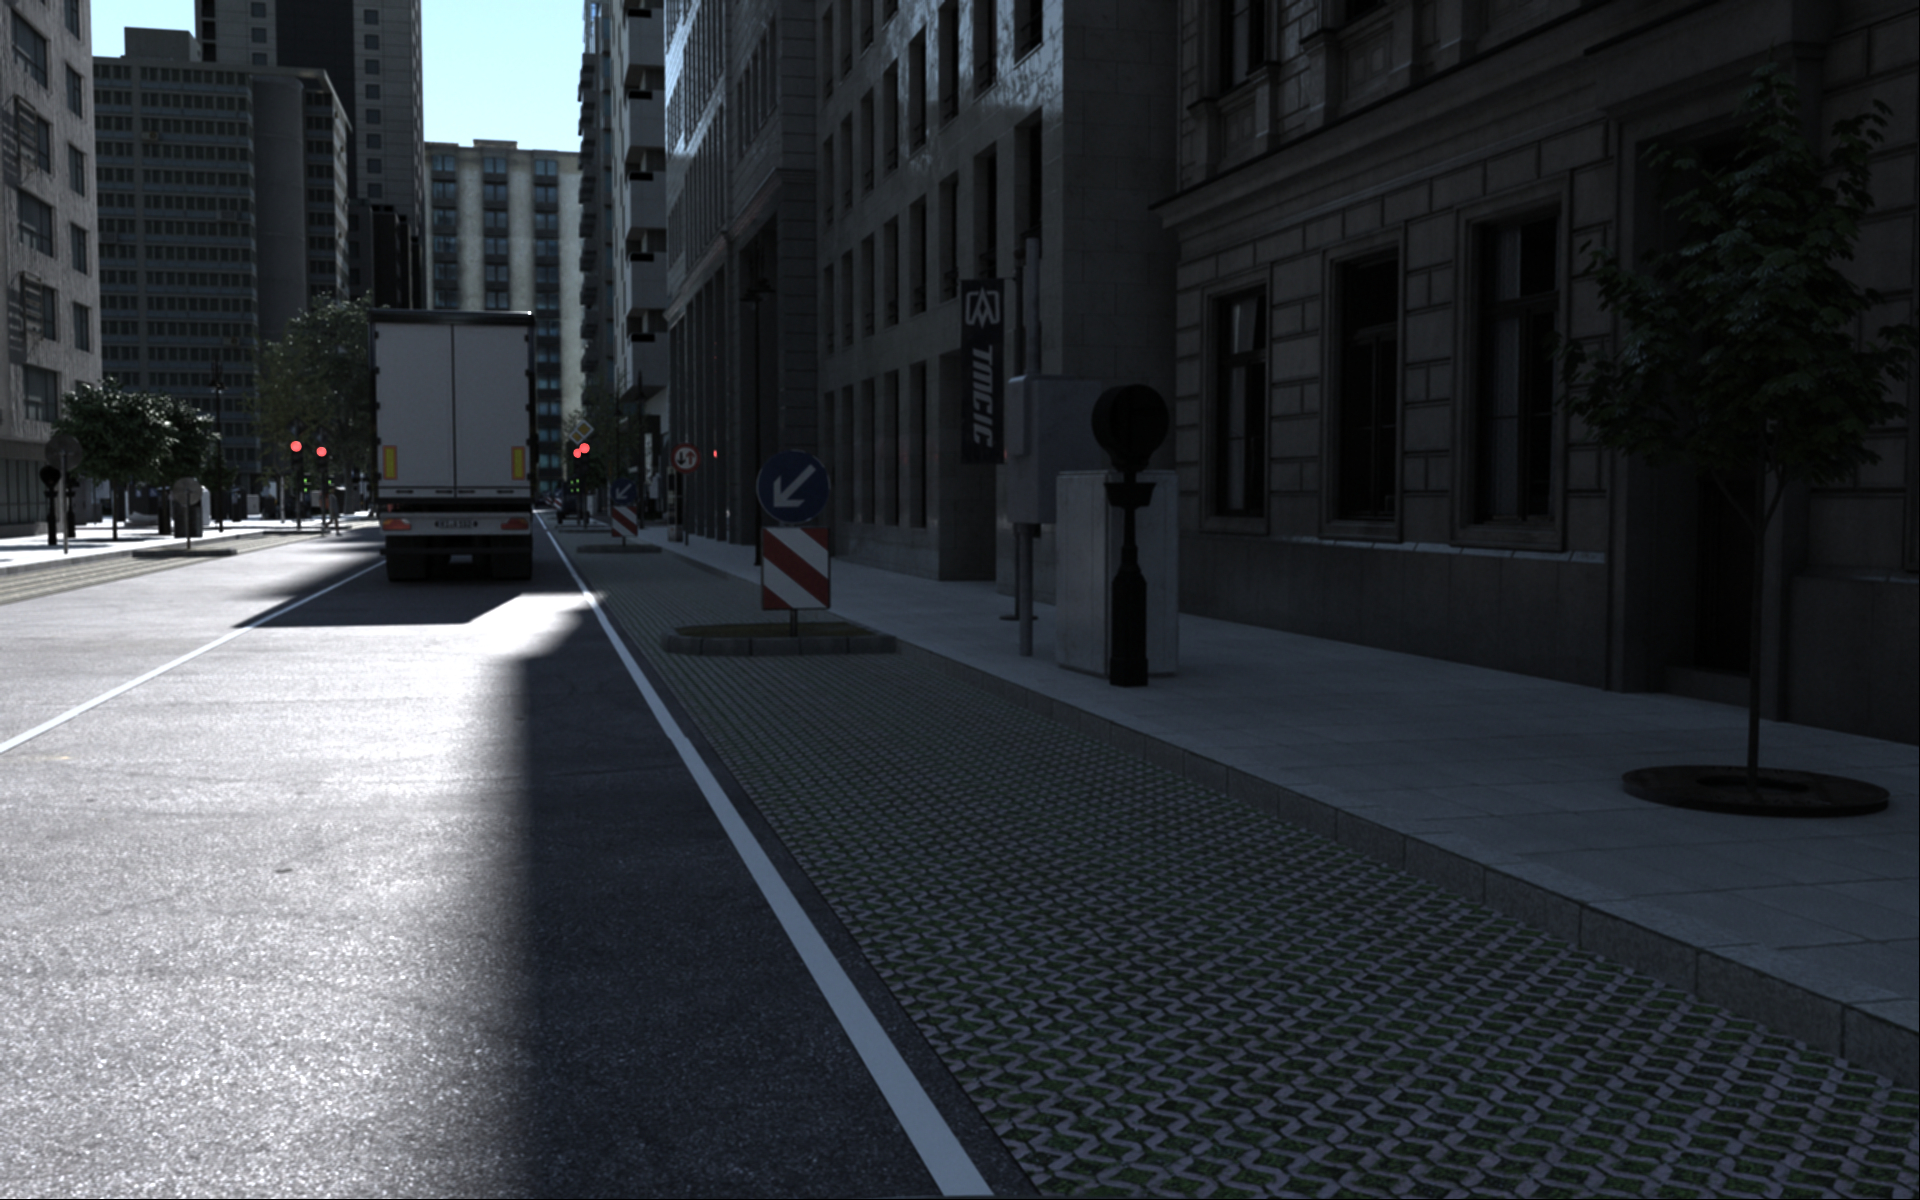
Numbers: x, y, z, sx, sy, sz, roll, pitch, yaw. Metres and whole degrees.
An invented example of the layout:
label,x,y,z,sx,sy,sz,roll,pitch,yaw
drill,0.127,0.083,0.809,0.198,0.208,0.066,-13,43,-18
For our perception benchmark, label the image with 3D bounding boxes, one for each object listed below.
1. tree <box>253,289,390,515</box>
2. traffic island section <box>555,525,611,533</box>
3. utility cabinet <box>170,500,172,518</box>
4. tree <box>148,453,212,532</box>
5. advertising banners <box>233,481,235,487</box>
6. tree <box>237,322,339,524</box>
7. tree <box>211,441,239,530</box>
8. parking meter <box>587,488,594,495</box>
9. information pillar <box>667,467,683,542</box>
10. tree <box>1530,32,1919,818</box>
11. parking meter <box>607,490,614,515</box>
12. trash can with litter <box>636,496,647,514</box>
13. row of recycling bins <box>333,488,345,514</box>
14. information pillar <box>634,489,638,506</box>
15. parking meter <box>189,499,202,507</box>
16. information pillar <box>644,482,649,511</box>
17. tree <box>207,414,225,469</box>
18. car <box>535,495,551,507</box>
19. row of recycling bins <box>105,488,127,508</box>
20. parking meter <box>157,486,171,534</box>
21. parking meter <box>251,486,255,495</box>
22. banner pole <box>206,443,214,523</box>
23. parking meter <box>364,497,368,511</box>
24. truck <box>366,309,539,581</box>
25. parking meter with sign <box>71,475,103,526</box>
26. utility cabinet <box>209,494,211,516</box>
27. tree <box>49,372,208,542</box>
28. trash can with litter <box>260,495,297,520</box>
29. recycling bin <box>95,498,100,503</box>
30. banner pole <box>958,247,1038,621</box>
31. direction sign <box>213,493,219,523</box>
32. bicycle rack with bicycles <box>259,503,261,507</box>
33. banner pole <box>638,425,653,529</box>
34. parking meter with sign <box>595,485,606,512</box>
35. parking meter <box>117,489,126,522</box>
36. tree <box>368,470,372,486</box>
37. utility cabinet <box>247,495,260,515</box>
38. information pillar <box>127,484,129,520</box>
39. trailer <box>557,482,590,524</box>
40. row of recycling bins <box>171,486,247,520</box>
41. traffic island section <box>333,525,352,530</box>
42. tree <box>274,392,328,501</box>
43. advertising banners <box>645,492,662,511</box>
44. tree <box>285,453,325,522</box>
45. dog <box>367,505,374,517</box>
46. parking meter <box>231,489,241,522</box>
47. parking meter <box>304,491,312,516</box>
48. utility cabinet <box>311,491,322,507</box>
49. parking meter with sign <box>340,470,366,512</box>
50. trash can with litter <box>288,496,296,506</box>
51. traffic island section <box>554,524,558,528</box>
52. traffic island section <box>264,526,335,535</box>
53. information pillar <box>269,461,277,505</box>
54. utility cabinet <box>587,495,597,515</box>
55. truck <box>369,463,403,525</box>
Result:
label,x,y,z,sx,sy,sz,roll,pitch,yaw
tree,-37.864,-12.230,106.623,9.857,13.997,8.962,0,3,0
traffic island section,-13.956,-2.590,64.620,2.009,0.180,2.903,-1,4,-14
utility cabinet,-42.321,-5.126,92.496,0.318,1.500,1.173,-2,4,-28
tree,-26.774,-3.941,59.038,1.663,3.219,1.824,0,3,0
advertising banners,-57.480,-8.591,136.647,0.090,3.025,2.074,-2,4,-35
tree,-29.231,-7.615,74.862,4.737,8.622,4.395,0,3,0
tree,-26.723,-4.148,62.427,1.663,3.219,1.824,0,3,0
parking meter,-24.210,-6.597,113.578,0.399,1.863,0.255,2,4,24
information pillar,-7.655,-2.573,46.559,0.304,2.012,0.304,2,4,29
tree,3.492,-0.778,7.323,1.663,3.219,1.824,0,3,0
parking meter,-21.013,-5.853,104.101,0.372,1.533,0.369,0,3,0
trash can with litter,-17.912,-5.337,98.651,1.055,1.170,0.624,1,4,18
row of recycling bins,-40.296,-6.457,112.677,1.069,1.692,3.534,-1,4,-10
information pillar,-27.266,-8.641,145.774,0.304,2.012,0.304,-2,4,-25
parking meter,-22.946,-2.662,51.940,0.372,1.533,0.369,0,3,0
information pillar,-19.046,-6.179,105.511,0.304,2.012,0.304,1,4,14
tree,-24.648,-4.286,53.797,4.285,4.588,4.351,0,3,0
car,-45.721,-10.841,189.826,1.945,1.354,3.894,-1,4,-14
row of recycling bins,-54.308,-6.410,111.911,1.069,1.692,3.534,-3,5,-42
parking meter,-25.662,-2.902,55.855,0.372,1.533,0.369,0,3,0
parking meter,-53.885,-7.724,132.005,0.255,1.863,0.399,-1,4,-13
banner pole,-33.831,-5.397,78.250,0.401,3.779,0.863,1,4,12
parking meter,-43.901,-7.309,127.906,0.372,1.533,0.369,0,3,0
truck,-9.144,-2.630,31.912,2.839,4.237,11.283,-1,4,-15
parking meter with sign,-39.127,-4.954,77.259,0.543,3.016,1.738,1,4,20
utility cabinet,-44.073,-5.612,100.441,1.173,1.500,0.318,0,4,4
tree,-22.777,-3.844,46.571,4.285,4.588,4.351,0,3,0
trash can with litter,-33.709,-4.564,85.673,2.233,1.210,1.678,-2,4,-35
recycling bin,-64.879,-7.157,129.578,0.722,1.027,0.722,1,4,12
banner pole,0.384,-1.695,17.723,0.863,3.779,0.401,1,4,19
direction sign,-32.801,-5.165,76.449,0.379,3.537,0.876,-1,4,-22
bicycle rack with bicycles,-51.498,-6.955,127.103,2.925,0.926,2.852,2,4,26
banner pole,-11.395,-4.458,62.898,0.401,3.779,0.863,-3,5,-44
parking meter with sign,-25.422,-7.635,121.085,1.738,3.016,0.543,2,4,29
parking meter,-38.738,-4.376,79.961,0.372,1.533,0.369,0,3,0
tree,-44.291,-9.202,134.166,4.285,4.588,4.351,0,3,0
utility cabinet,-43.016,-5.740,105.014,0.306,1.237,1.020,3,4,38
information pillar,-39.958,-4.836,83.557,0.304,2.012,0.304,-1,4,-13
trailer,-18.293,-4.567,81.711,1.471,1.999,3.904,-1,4,-15
row of recycling bins,-37.612,-4.876,86.834,3.534,1.692,1.069,-3,4,-37
traffic island section,-25.694,-2.913,69.914,2.009,0.180,2.903,-1,4,-14
tree,-45.885,-10.411,120.577,4.360,8.622,3.978,0,3,0
advertising banners,-15.793,-5.900,92.659,2.074,3.025,0.090,-1,4,-20
tree,-30.365,-5.223,80.004,1.663,3.219,1.824,0,3,0
dog,-33.366,-4.982,98.296,0.513,0.831,0.800,0,4,-5
parking meter,-33.062,-4.324,79.107,0.372,1.533,0.369,0,3,0
parking meter,-37.650,-5.602,100.000,0.372,1.533,0.369,0,3,0
utility cabinet,-47.713,-7.302,128.068,0.318,1.500,1.173,2,4,26
parking meter with sign,-43.274,-7.792,123.665,0.543,3.016,1.738,2,4,32
trash can with litter,-47.624,-6.865,123.631,0.624,1.170,1.055,0,4,-4
traffic island section,-15.906,-3.063,72.364,2.009,0.180,2.903,-1,4,-14
traffic island section,-23.745,-2.440,62.170,2.009,0.180,2.903,-1,4,-14
information pillar,-46.739,-7.736,117.832,0.504,3.616,0.183,0,4,5
utility cabinet,-22.263,-5.725,104.765,0.306,1.237,1.020,-2,4,-31
truck,-24.150,-5.371,76.728,2.839,4.237,11.283,-1,4,-12
